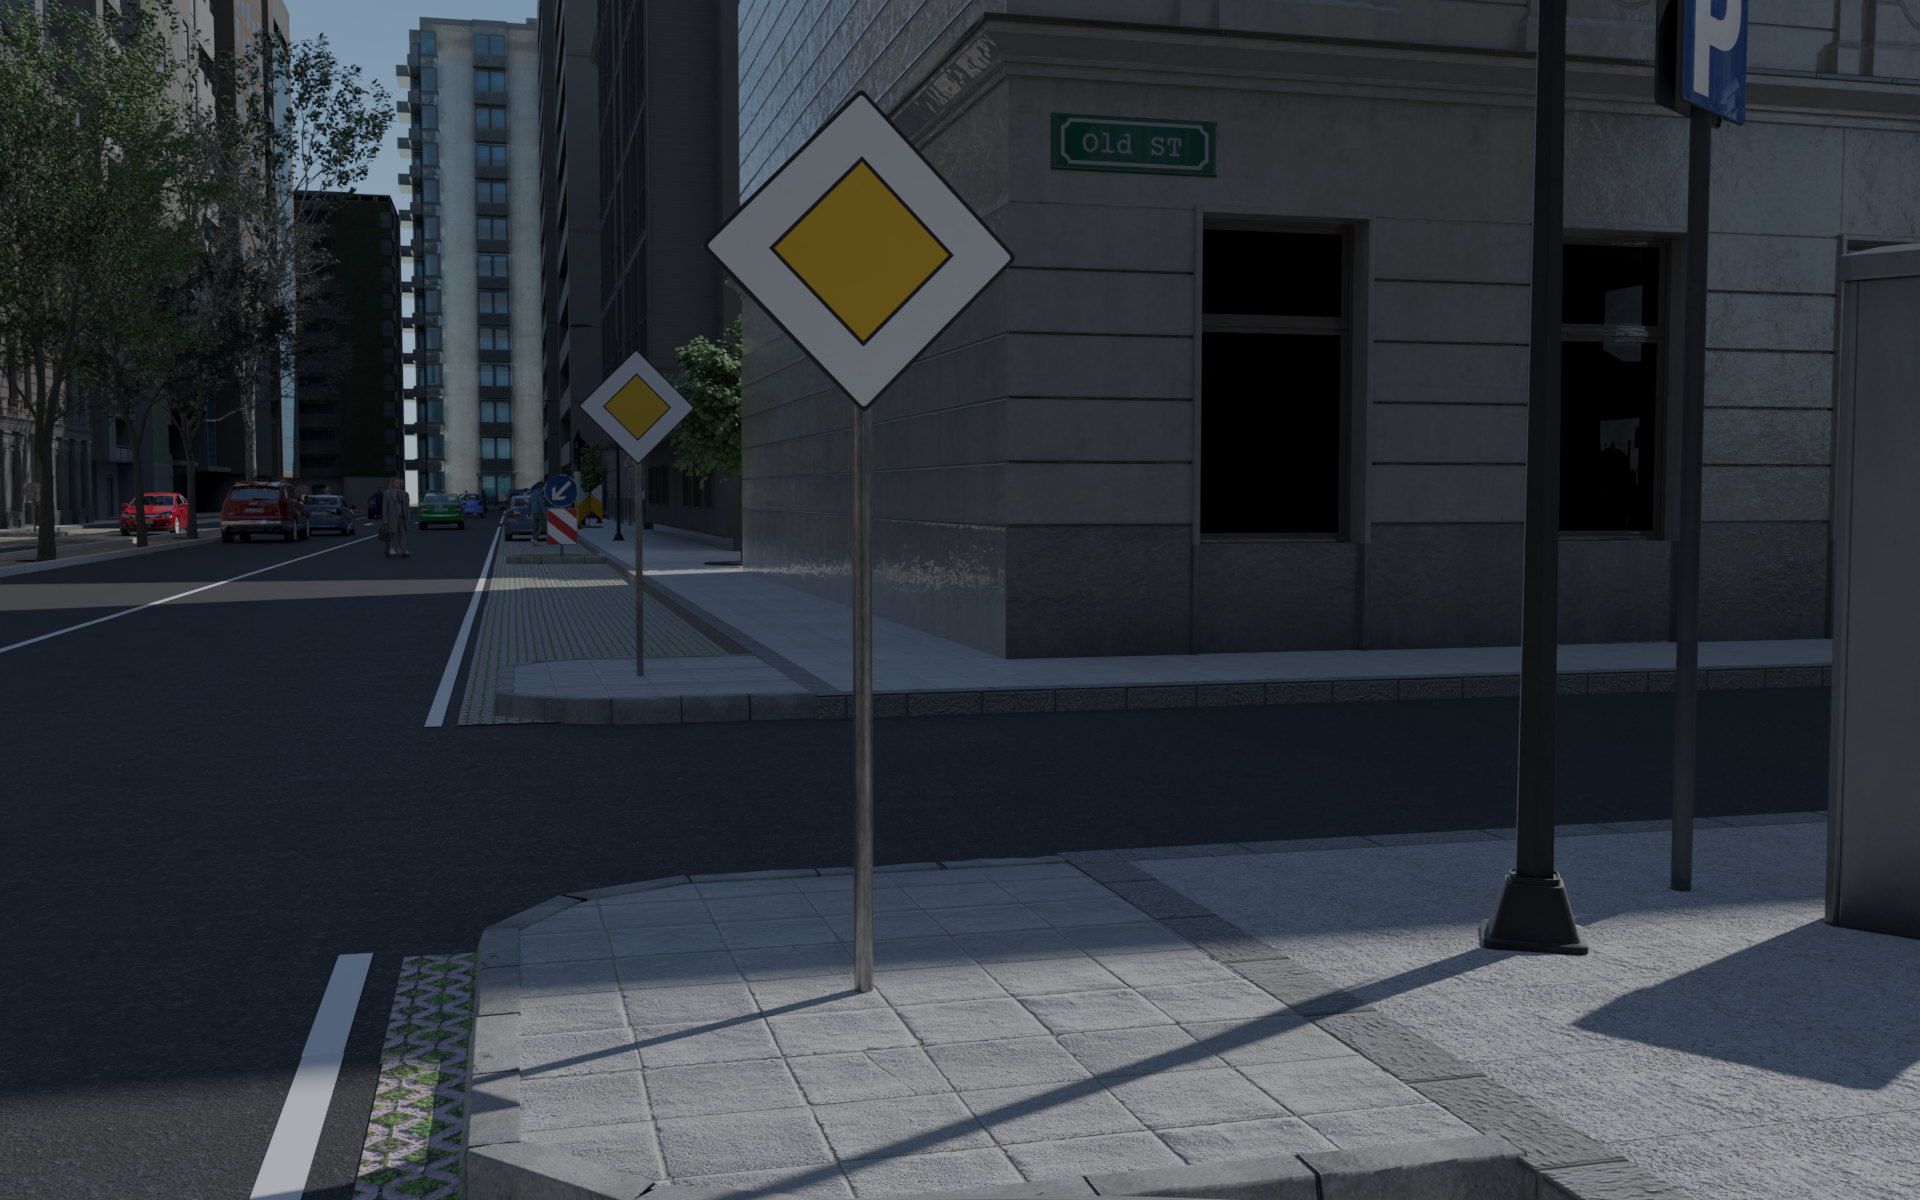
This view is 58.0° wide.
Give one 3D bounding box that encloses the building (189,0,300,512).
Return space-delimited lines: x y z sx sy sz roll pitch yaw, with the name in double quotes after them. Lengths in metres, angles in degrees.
-63.942 -30.244 144.596 14.200 45.320 14.600 -1 4 -14 "building"

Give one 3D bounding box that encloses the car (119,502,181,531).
-31.480 -3.351 67.363 1.945 1.354 3.894 -1 4 -14 "car"

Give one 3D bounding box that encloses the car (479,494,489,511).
-40.522 -8.143 145.145 2.014 1.417 4.499 -1 4 -14 "car"

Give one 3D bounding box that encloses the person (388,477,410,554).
-13.486 -2.018 41.463 0.573 1.828 0.580 0 4 -1 "person"

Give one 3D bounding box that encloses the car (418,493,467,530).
-21.242 -3.805 71.013 1.959 1.807 4.718 -1 4 -15 "car"

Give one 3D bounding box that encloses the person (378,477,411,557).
-12.759 -1.870 39.178 0.694 1.812 0.767 -3 5 -44 "person"

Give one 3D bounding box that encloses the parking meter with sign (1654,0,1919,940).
2.942 -0.532 4.963 1.738 3.016 0.543 3 5 43 "parking meter with sign"

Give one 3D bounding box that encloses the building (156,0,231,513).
-60.275 -31.403 102.673 28.713 52.752 27.495 -1 4 -14 "building"

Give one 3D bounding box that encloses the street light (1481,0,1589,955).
1.122 -1.965 4.671 1.470 5.913 1.316 -1 4 -14 "street light"

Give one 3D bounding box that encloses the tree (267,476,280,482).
-55.149 -8.806 138.580 1.663 3.219 1.824 0 3 0 "tree"

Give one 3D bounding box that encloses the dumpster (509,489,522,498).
-37.429 -8.506 147.281 1.865 1.857 1.264 -1 4 -15 "dumpster"

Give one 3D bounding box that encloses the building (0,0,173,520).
-47.935 -24.537 84.779 14.154 41.232 14.086 -1 4 -14 "building"

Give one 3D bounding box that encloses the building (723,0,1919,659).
19.127 -15.235 25.503 44.131 29.872 17.030 -1 4 -14 "building"

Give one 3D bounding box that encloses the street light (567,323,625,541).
-9.900 -4.571 47.279 1.470 5.913 1.316 -1 4 -14 "street light"

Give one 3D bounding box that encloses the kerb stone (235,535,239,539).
-23.492 -2.100 56.532 0.120 0.150 1.000 -1 4 -14 "kerb stone"

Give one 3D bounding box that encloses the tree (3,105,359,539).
-24.314 -8.663 54.462 12.009 13.543 11.850 0 3 0 "tree"

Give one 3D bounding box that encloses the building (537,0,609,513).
-25.263 -32.202 150.201 21.300 48.544 21.600 -1 4 -14 "building"

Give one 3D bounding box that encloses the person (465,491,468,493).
-44.435 -8.947 155.576 0.721 1.735 1.217 1 4 12 "person"

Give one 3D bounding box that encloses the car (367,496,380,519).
-33.634 -5.418 101.157 1.945 1.354 3.894 -1 4 -16 "car"

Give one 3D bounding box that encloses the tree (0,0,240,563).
-19.131 -6.598 36.098 9.928 11.665 9.643 0 3 0 "tree"

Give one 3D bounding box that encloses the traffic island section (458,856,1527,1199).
-0.231 1.088 4.498 2.009 0.180 2.903 -1 4 -14 "traffic island section"

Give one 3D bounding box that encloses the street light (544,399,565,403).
-19.713 -6.892 85.224 1.470 5.913 1.316 -1 4 -14 "street light"

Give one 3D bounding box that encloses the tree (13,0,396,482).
-28.383 -12.701 66.003 12.611 20.169 13.585 0 3 0 "tree"

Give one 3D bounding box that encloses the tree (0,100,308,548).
-21.342 -6.620 45.107 8.767 10.594 7.601 -1 4 -14 "tree"

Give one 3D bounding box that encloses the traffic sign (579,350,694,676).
-2.257 -0.520 12.145 0.795 2.450 0.064 -1 4 -14 "traffic sign"

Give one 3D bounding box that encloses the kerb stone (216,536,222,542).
-22.197 -1.791 51.566 0.120 0.150 1.000 -1 4 -14 "kerb stone"

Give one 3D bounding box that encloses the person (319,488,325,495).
-33.753 -5.054 91.795 0.551 1.740 0.621 -2 4 -23 "person"

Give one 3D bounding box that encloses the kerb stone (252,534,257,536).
-24.267 -2.278 59.500 0.120 0.150 1.000 -1 4 -14 "kerb stone"

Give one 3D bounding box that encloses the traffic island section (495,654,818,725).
-2.236 0.615 12.228 2.009 0.180 2.903 -1 4 -14 "traffic island section"

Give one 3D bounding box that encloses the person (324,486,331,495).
-28.383 -4.219 77.662 0.709 1.800 0.728 3 4 37 "person"

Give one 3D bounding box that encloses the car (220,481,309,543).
-21.027 -2.680 52.499 2.281 1.827 5.304 -1 4 -14 "car"

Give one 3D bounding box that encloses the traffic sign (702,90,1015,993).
-0.252 -0.047 4.415 0.795 2.450 0.064 -1 4 -14 "traffic sign"

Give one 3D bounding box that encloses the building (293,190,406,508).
-61.522 -24.219 167.676 14.107 30.474 14.160 -1 4 -14 "building"

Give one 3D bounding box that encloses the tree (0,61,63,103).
-17.203 -5.542 27.489 8.767 10.594 7.601 -1 4 -14 "tree"

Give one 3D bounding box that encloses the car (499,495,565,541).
-13.253 -2.553 53.747 2.014 1.417 4.499 -1 4 -14 "car"

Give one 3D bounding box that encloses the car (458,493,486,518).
-29.733 -5.832 104.948 1.945 1.707 3.694 -1 4 -15 "car"

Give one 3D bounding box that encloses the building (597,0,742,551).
-2.906 -15.730 50.691 14.314 27.812 24.014 -1 4 -14 "building"

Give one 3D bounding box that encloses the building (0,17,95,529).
-40.528 -13.268 66.089 9.793 20.994 18.267 -1 4 -14 "building"

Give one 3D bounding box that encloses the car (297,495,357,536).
-22.115 -2.956 60.328 2.014 1.417 4.499 -1 4 -15 "car"

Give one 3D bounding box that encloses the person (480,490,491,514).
-34.390 -7.096 125.239 0.721 1.735 1.217 2 4 33 "person"

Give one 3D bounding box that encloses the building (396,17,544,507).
-41.270 -34.138 177.764 30.456 49.044 23.786 -1 4 -14 "building"

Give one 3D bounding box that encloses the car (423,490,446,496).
-44.982 -8.574 148.864 2.281 1.827 5.304 -1 4 -16 "car"

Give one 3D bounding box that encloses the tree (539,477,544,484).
-38.455 -10.151 160.571 1.663 3.219 1.824 0 3 0 "tree"

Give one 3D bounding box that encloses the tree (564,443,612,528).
-14.251 -4.358 65.860 1.663 3.219 1.824 0 3 0 "tree"

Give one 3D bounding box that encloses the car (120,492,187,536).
-28.272 -3.179 61.014 2.155 1.783 4.494 -1 4 -14 "car"

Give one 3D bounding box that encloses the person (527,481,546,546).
-11.542 -2.347 47.223 0.444 1.785 0.601 -3 5 -40 "person"

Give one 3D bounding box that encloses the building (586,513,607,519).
-12.648 -29.257 102.047 21.300 48.544 21.600 -1 4 -14 "building"

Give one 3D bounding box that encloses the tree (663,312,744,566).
-4.004 -2.931 31.635 4.285 4.588 4.351 0 3 0 "tree"

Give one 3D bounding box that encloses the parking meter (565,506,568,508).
-17.619 -4.416 77.918 0.255 1.863 0.399 -1 4 -18 "parking meter"

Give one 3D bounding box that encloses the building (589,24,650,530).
-8.974 -16.963 74.616 12.463 27.353 25.104 -1 4 -14 "building"

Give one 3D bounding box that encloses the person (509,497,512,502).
-19.368 -3.814 75.145 0.394 1.301 0.425 -1 4 -17 "person"

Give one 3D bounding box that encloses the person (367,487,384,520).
-32.060 -5.328 95.640 1.348 1.821 0.705 -1 4 -23 "person"
